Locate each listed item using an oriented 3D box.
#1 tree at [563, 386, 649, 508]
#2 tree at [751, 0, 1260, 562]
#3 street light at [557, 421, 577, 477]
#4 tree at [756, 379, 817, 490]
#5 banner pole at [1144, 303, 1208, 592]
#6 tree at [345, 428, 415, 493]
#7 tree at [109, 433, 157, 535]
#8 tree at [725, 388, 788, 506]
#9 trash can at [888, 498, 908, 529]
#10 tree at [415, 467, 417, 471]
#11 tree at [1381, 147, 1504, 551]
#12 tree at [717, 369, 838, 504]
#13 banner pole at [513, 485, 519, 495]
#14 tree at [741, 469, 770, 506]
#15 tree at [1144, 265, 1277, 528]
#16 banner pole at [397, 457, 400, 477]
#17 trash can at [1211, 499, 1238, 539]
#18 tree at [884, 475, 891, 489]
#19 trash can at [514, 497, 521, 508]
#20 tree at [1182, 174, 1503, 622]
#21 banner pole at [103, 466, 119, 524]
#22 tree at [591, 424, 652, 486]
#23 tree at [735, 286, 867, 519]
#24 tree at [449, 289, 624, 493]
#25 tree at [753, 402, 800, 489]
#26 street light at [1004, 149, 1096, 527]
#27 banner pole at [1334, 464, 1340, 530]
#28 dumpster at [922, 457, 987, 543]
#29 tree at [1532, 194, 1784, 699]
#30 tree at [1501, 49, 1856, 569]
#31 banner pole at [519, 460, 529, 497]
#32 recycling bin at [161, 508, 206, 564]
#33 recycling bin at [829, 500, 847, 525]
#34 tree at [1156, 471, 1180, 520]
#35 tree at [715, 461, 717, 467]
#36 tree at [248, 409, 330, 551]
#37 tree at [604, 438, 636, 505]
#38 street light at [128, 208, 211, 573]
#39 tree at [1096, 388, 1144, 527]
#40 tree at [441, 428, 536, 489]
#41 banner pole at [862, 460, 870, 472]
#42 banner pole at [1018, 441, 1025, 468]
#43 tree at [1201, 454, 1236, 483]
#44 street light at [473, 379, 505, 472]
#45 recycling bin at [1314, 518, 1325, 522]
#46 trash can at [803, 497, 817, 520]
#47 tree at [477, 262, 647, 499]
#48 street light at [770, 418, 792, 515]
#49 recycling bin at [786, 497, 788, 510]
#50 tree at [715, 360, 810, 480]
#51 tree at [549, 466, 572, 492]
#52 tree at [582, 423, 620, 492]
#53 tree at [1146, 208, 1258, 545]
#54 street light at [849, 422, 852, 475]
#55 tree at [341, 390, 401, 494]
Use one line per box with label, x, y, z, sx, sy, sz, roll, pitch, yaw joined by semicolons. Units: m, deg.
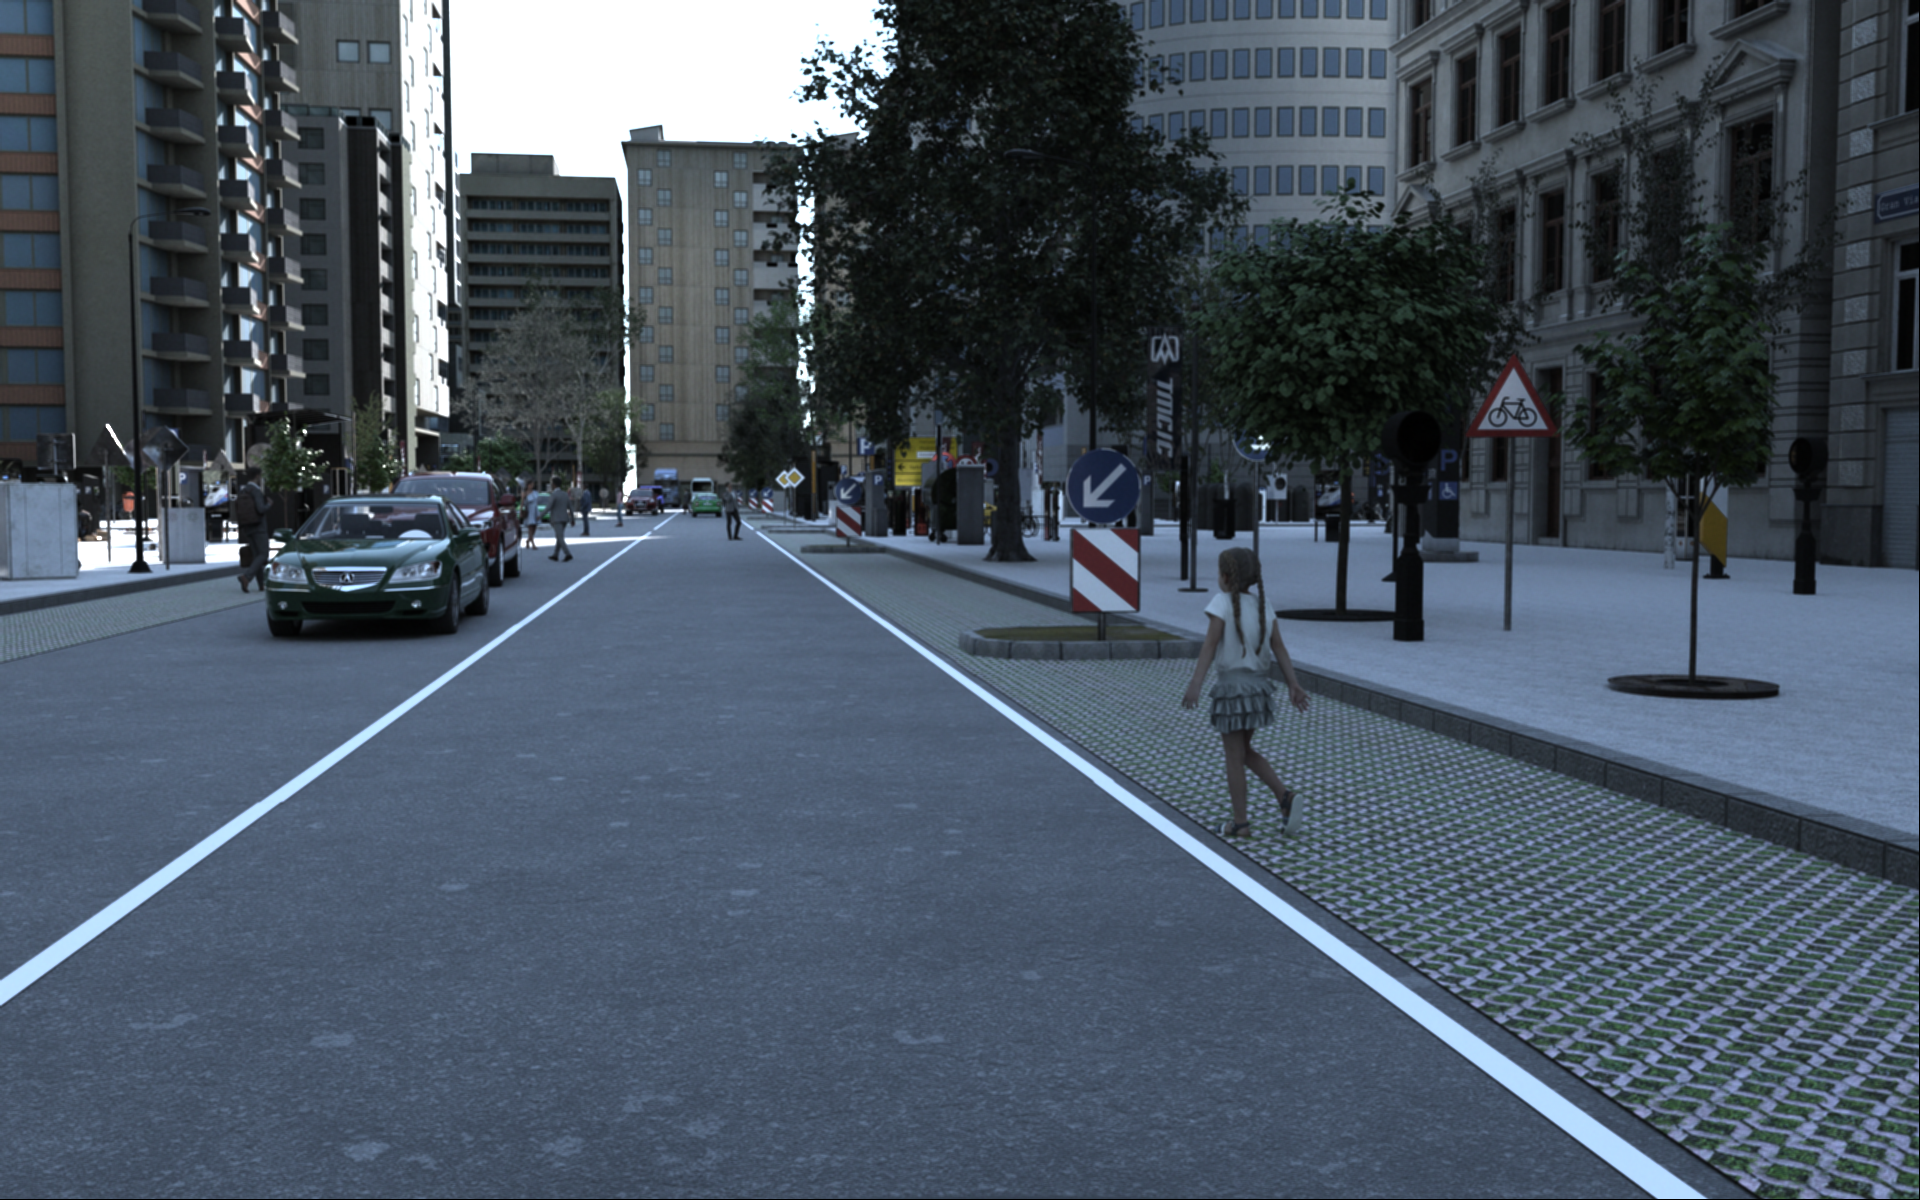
tree;-33.177;-14.476;162.442;9.928;11.665;9.643;0;3;0
tree;0.868;-7.093;32.984;9.611;12.733;9.660;0;3;0
street light;-25.016;-8.419;110.197;1.470;5.913;1.316;-1;4;-8
tree;-10.816;-9.822;110.950;4.360;8.622;3.978;0;3;0
banner pole;2.849;-2.004;22.779;0.863;3.779;0.401;0;4;5
tree;-17.333;-3.459;51.152;1.663;3.219;1.824;0;3;0
tree;-26.057;-3.707;55.209;1.663;3.219;1.824;0;3;0
tree;-21.208;-16.249;183.794;7.486;12.596;7.792;0;3;0
trash can;-2.265;-3.141;63.012;0.748;1.137;0.748;0;3;0
tree;-37.381;-7.592;118.722;1.663;3.219;1.824;0;3;0
tree;10.848;-5.342;37.698;4.360;8.622;3.978;0;3;0
tree;-13.166;-11.956;129.891;8.767;10.594;7.601;-1;4;-15
banner pole;-32.813;-8.378;126.995;0.401;3.779;0.863;-1;4;-21
tree;-22.441;-12.686;191.134;4.285;4.588;4.351;0;3;0
tree;8.730;-6.440;55.650;4.360;8.622;3.978;0;3;0
banner pole;-37.572;-7.703;115.964;0.401;3.779;0.863;-2;4;-28
trash can;7.502;-2.293;49.142;0.748;1.137;0.748;0;3;0
tree;-5.801;-8.189;128.492;1.663;3.219;1.824;0;3;0
trash can;-24.580;-5.177;96.292;0.748;1.137;0.748;0;3;0
tree;3.917;-2.094;17.951;4.285;4.588;4.351;0;3;0
banner pole;-36.374;-5.140;74.052;0.863;3.779;0.401;2;4;26
tree;-43.150;-17.493;220.414;8.767;10.594;7.601;0;4;-1
tree;-7.540;-9.916;87.876;9.928;11.665;9.643;0;3;0
tree;-25.026;-11.791;103.154;12.009;13.543;11.850;0;3;0
tree;-14.798;-11.464;137.803;4.737;8.622;4.395;0;3;0
street light;1.284;-3.122;23.589;1.470;5.913;1.316;-1;4;-8
banner pole;13.663;-4.426;62.375;0.401;3.779;0.863;-2;4;-28
dumpster;-0.145;-2.680;46.306;1.502;2.255;1.985;-1;4;-8
tree;4.889;-1.022;11.314;1.663;3.219;1.824;0;3;0
tree;12.272;-4.821;29.178;4.360;8.622;3.978;0;3;0
banner pole;-32.544;-8.498;128.953;0.863;3.779;0.401;-3;5;-43
recycling bin;-14.394;-1.197;32.133;0.722;1.027;0.722;-1;4;-23
recycling bin;-5.021;-3.615;71.666;0.722;1.027;0.722;-1;4;-15
tree;10.461;-5.634;86.715;1.663;3.219;1.824;0;3;0
tree;-27.475;-17.593;222.057;8.767;10.594;7.601;0;4;7
tree;-15.380;-2.746;39.492;1.663;3.219;1.824;0;3;0
tree;-41.557;-15.888;210.128;4.360;8.622;3.978;0;3;0
street light;-12.852;-3.403;28.177;1.470;5.913;1.316;-1;4;-8
tree;5.972;-6.797;61.497;4.360;8.622;3.978;0;3;0
tree;-22.975;-6.279;86.377;4.285;4.588;4.351;0;3;0
banner pole;-6.833;-8.285;125.484;0.863;3.779;0.401;0;4;6
banner pole;3.014;-5.639;82.218;0.401;3.779;0.863;0;4;3
tree;12.130;-5.355;82.159;1.663;3.219;1.824;0;3;0
street light;-19.045;-5.958;69.952;1.470;5.913;1.316;-1;4;-8
recycling bin;16.593;-4.053;78.814;0.722;1.027;0.722;-2;4;-23
trash can;-7.321;-4.467;84.682;0.748;1.137;0.748;0;3;0
tree;-32.842;-17.581;143.346;12.611;20.169;13.585;0;3;0
street light;-10.913;-8.175;106.207;1.470;5.913;1.316;-1;4;-8
recycling bin;-14.588;-7.922;142.080;0.722;1.027;0.722;-2;4;-34
tree;-17.200;-14.937;154.596;12.009;13.543;11.850;0;3;0
tree;-27.416;-7.613;119.068;1.663;3.219;1.824;0;3;0
tree;-36.812;-13.924;178.014;4.737;8.622;4.395;0;3;0
tree;6.172;-5.716;43.826;4.737;8.622;4.395;0;3;0
street light;-4.558;-5.561;63.471;1.470;5.913;1.316;-1;4;-8
tree;-42.130;-10.586;123.440;4.737;8.622;4.395;0;3;0
